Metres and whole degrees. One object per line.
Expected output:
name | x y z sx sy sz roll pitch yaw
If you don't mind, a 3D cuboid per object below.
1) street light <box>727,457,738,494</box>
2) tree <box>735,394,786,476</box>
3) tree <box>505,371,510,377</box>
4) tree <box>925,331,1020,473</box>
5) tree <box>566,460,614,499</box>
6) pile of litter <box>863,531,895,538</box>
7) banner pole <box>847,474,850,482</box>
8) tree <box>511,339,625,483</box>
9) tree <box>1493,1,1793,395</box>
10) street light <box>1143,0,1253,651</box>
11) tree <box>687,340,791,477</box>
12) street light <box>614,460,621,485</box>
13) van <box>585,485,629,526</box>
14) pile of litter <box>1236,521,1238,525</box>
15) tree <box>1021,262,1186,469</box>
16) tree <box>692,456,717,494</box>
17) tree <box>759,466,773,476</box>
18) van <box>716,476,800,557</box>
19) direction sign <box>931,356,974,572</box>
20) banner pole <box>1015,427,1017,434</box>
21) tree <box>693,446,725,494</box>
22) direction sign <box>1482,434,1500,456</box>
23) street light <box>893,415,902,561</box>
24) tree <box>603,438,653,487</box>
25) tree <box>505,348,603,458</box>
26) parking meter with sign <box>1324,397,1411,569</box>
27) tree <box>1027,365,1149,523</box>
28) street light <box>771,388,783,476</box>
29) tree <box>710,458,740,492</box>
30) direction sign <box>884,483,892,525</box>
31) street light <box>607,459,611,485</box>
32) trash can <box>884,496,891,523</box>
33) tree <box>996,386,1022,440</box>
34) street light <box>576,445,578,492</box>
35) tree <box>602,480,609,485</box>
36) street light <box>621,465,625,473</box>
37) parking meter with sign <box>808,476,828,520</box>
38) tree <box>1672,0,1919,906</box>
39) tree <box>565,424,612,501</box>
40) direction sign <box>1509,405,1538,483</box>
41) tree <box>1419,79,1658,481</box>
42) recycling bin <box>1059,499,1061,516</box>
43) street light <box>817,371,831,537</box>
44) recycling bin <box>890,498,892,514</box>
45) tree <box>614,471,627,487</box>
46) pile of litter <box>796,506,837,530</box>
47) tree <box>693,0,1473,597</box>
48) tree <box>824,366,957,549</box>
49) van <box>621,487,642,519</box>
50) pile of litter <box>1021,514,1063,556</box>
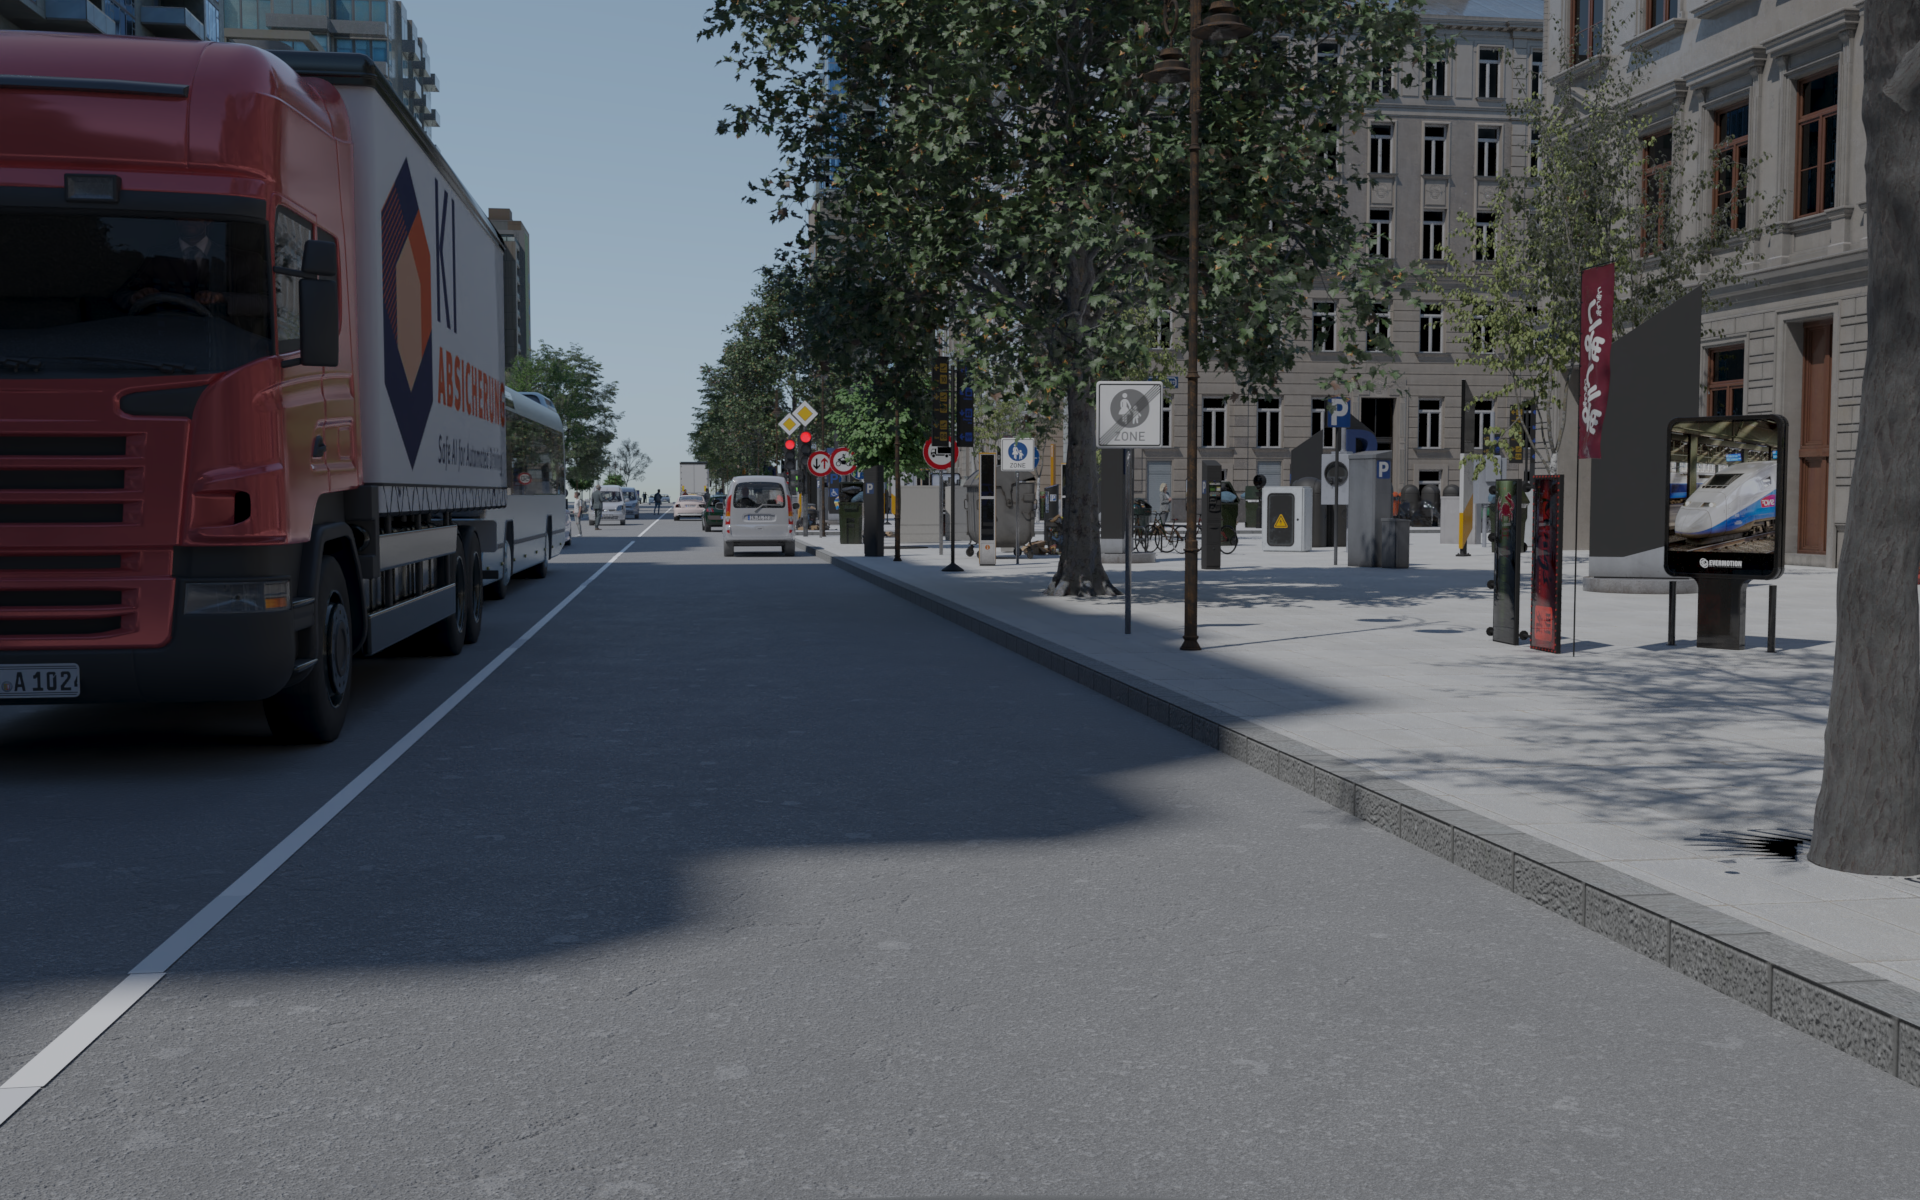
street light | -19.880 -10.919 151.312 0.468 5.910 1.993 -1 4 -9
tree | -12.372 -9.478 105.320 4.360 8.622 3.978 0 3 0
tree | -24.931 -8.439 88.340 4.737 8.622 4.395 0 3 0
tree | 0.863 -7.439 71.997 4.737 8.622 4.395 0 3 0
tree | -36.608 -11.215 167.075 4.285 4.588 4.351 0 3 0
pile of litter | -2.560 -2.316 51.832 1.176 0.858 1.719 -1 4 -15
banner pole | -6.544 -6.838 101.819 0.401 3.779 0.863 1 4 9
tree | -32.950 -14.494 143.626 9.857 13.997 8.962 0 3 0
tree | 9.897 -4.642 26.262 4.360 8.622 3.978 0 3 0
street light | 1.897 -2.525 14.072 0.468 5.910 1.993 -1 4 -9
tree | -16.202 -12.800 127.408 7.486 12.596 7.792 0 3 0
street light | -46.690 -16.030 234.879 0.468 5.910 1.993 -1 4 -9
van | -16.329 -4.476 80.191 2.013 2.044 4.112 -1 4 -11
pile of litter | 10.936 -3.527 71.625 1.176 0.858 1.719 1 4 10
tree | 4.417 -5.903 46.880 4.737 8.622 4.395 0 3 0
tree | -39.484 -21.730 281.047 9.928 11.665 9.643 0 3 0
tree | -12.234 -7.100 110.681 1.663 3.219 1.824 0 3 0
van | -4.782 -2.082 41.053 2.013 2.044 4.112 0 4 -7
direction sign | -0.119 -2.243 28.670 0.876 3.537 0.379 -3 5 -39
banner pole | 2.101 -4.577 64.853 0.401 3.779 0.863 0 4 -7
tree | -27.434 -16.380 202.219 8.767 10.594 7.601 0 4 6
direction sign | 19.924 -4.467 65.028 0.876 3.537 0.379 -2 4 -29
street light | -1.193 -3.677 32.900 0.468 5.910 1.993 -1 4 -9
tree | -54.562 -21.289 282.485 8.767 10.594 7.601 -2 4 -24
tree | -29.734 -12.151 124.430 9.928 11.665 9.643 0 3 0
parking meter with sign | 7.193 -2.091 30.443 0.543 3.016 1.738 -2 4 -30
tree | 5.123 -6.952 64.022 4.360 8.622 3.978 0 3 0
street light | -8.008 -6.298 75.754 0.468 5.910 1.993 -1 4 -9
tree | -36.132 -18.748 256.894 4.737 8.622 4.395 0 3 0
direction sign | -3.036 -4.911 72.285 0.876 3.537 0.379 2 4 28
street light | -43.733 -14.877 216.024 0.468 5.910 1.993 -1 4 -9
trash can | -3.513 -3.794 73.679 0.748 1.137 0.748 0 3 0
tree | 3.398 -7.773 77.451 4.360 8.622 3.978 0 3 0
street light | -33.739 -10.997 152.595 0.468 5.910 1.993 -1 4 -9
tree | -47.043 -14.363 229.429 1.663 3.219 1.824 0 3 0
street light | -49.762 -17.207 254.121 0.468 5.910 1.993 -1 4 -9
parking meter with sign | -5.806 -4.798 74.715 1.738 3.016 0.543 -2 4 -27
tree | 3.204 -5.815 5.444 12.009 13.543 11.850 0 3 0
tree | -38.713 -13.910 177.782 4.737 8.622 4.395 0 3 0
direction sign | 14.342 -3.173 43.873 0.876 3.537 0.379 0 4 2
tree | 10.629 -4.952 31.329 4.737 8.622 4.395 0 3 0
recycling bin | 5.060 -4.182 80.925 0.722 1.027 0.722 -1 4 -15
street light | -4.093 -4.830 51.757 0.468 5.910 1.993 -1 4 -9
recycling bin | -4.188 -6.155 113.190 0.722 1.027 0.722 0 4 2
tree | -48.675 -15.927 244.125 4.285 4.588 4.351 0 3 0
pile of litter | -5.148 -2.920 61.701 1.719 0.858 1.176 -1 4 -17
tree | 1.490 -6.412 21.851 9.611 12.733 9.660 0 3 0
tree | -1.544 -3.499 40.916 4.285 4.588 4.351 0 3 0
van | -19.640 -5.774 101.414 2.013 2.044 4.112 -1 4 -10
pile of litter | 1.794 -1.404 36.913 1.176 0.858 1.719 2 4 31
